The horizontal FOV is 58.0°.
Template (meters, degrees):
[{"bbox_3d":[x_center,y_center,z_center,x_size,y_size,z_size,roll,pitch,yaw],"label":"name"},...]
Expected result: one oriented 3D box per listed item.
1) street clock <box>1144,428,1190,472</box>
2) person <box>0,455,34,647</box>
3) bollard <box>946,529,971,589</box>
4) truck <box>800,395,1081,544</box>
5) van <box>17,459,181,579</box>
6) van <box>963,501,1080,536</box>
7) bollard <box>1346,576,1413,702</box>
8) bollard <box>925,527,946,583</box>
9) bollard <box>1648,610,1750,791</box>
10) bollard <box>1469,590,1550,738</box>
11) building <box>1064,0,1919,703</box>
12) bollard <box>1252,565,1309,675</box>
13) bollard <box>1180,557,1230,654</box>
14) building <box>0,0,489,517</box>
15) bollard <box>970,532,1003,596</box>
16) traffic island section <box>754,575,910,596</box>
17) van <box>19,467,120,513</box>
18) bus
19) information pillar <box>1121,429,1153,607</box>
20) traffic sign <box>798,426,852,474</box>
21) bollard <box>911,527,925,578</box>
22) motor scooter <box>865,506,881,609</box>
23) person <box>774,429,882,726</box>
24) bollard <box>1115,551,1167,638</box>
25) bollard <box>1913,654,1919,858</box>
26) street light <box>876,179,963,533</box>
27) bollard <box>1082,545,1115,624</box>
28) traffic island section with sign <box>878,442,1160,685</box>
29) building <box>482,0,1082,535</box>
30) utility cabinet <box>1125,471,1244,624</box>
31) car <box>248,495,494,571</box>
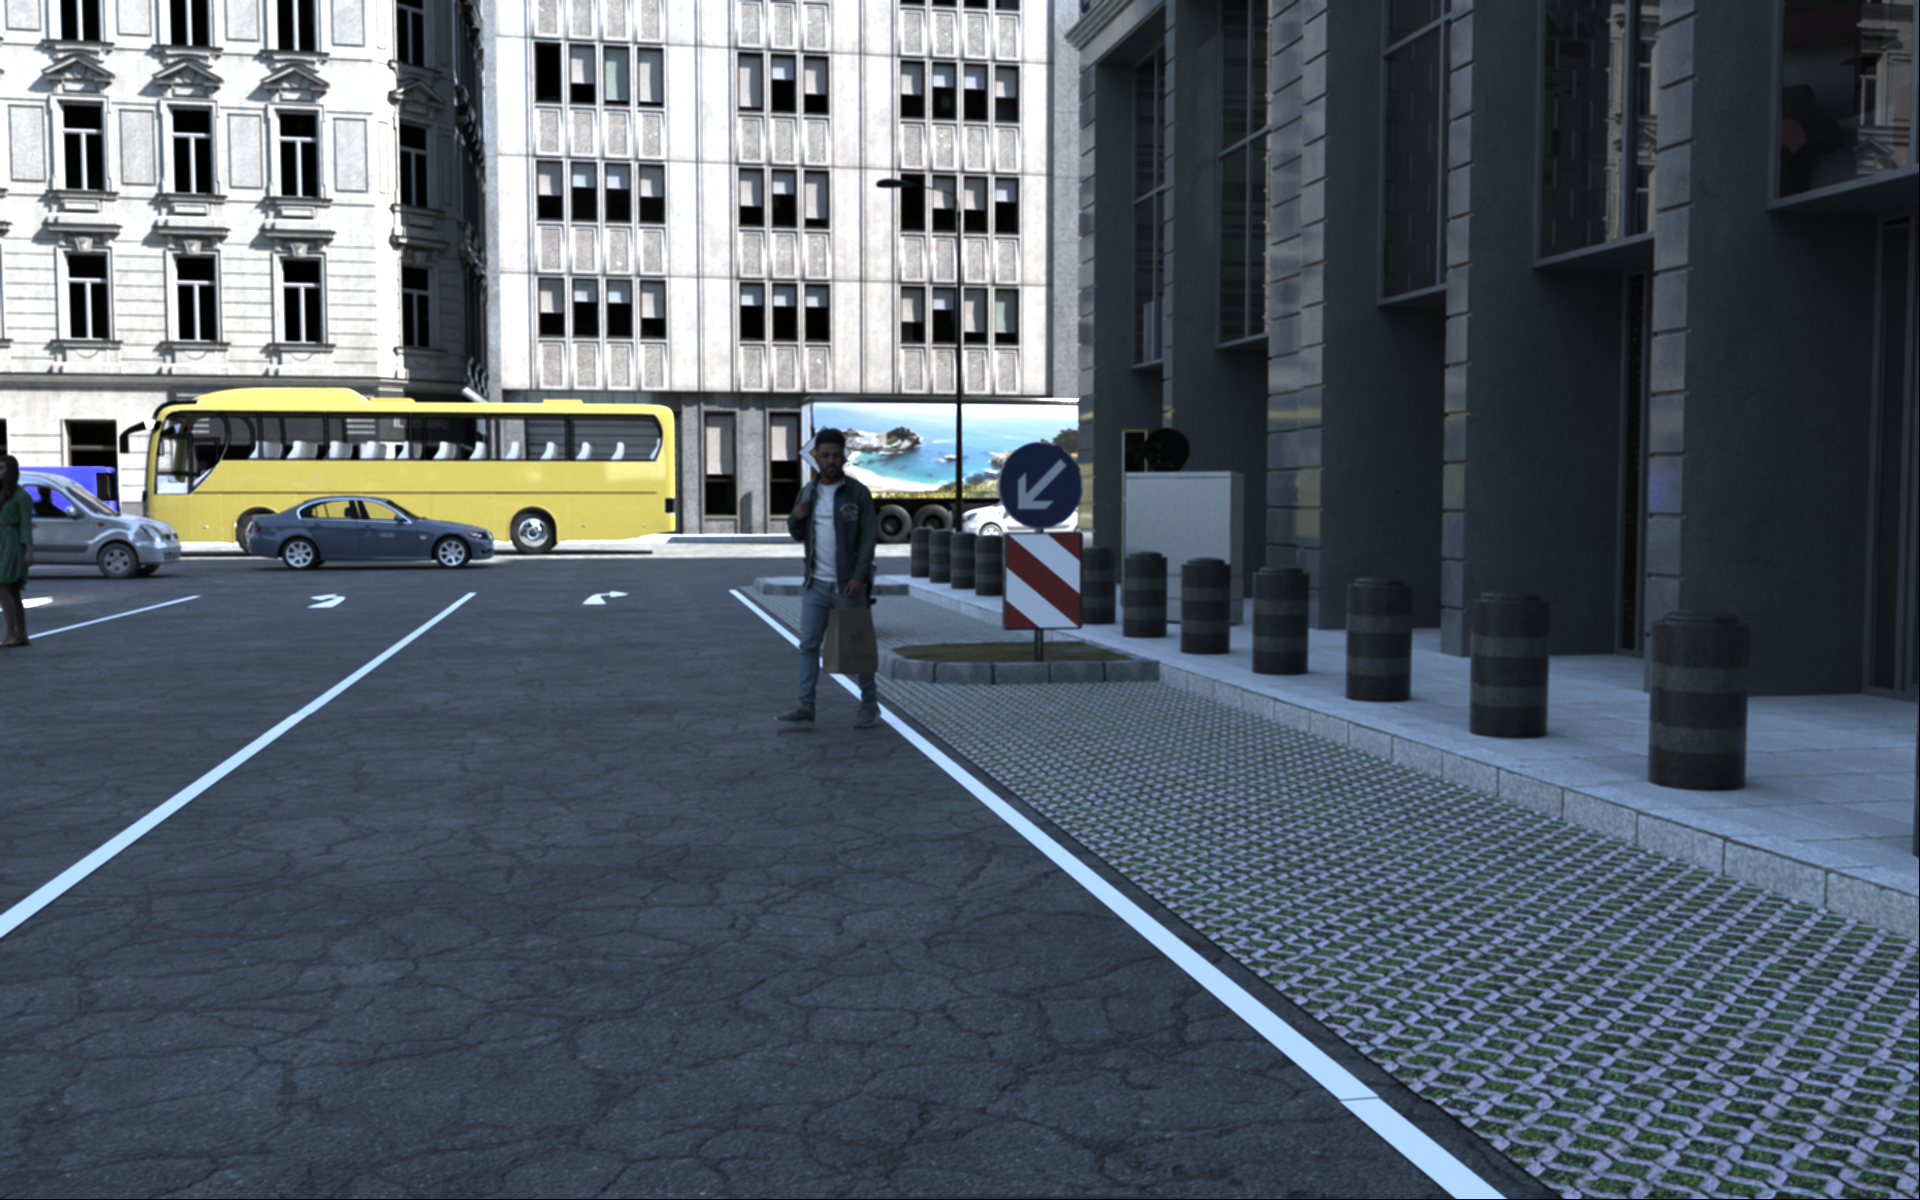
[{"bbox_3d":[2.273,-0.888,19.084,0.471,2.002,0.358,1,4,16],"label":"street clock"},{"bbox_3d":[-8.837,-0.451,16.122,0.600,1.795,0.529,0,4,8],"label":"person"},{"bbox_3d":[0.076,-0.542,23.575,0.404,0.777,0.398,0,3,0],"label":"bollard"},{"bbox_3d":[1.029,-3.811,51.219,11.283,4.237,2.839,-1,4,-12],"label":"truck"},{"bbox_3d":[-15.599,-1.385,29.649,4.112,2.044,2.013,-1,4,-11],"label":"van"},{"bbox_3d":[1.988,-2.524,48.283,4.112,2.044,2.013,-1,4,-9],"label":"van"},{"bbox_3d":[2.624,0.237,10.850,0.404,0.777,0.398,0,3,0],"label":"bollard"},{"bbox_3d":[-0.241,-0.639,25.159,0.404,0.777,0.398,0,3,0],"label":"bollard"},{"bbox_3d":[3.265,0.432,7.656,0.404,0.777,0.398,0,3,0],"label":"bollard"},{"bbox_3d":[2.939,0.333,9.265,0.404,0.777,0.398,0,3,0],"label":"bollard"},{"bbox_3d":[9.882,-14.294,11.198,11.434,29.767,29.804,-1,4,-11],"label":"building"},{"bbox_3d":[2.302,0.139,12.443,0.404,0.777,0.398,0,3,0],"label":"bollard"},{"bbox_3d":[1.988,0.042,14.029,0.404,0.777,0.398,0,3,0],"label":"bollard"},{"bbox_3d":[-38.181,-17.122,56.367,44.131,29.872,17.030,-1,4,-11],"label":"building"},{"bbox_3d":[0.395,-0.445,21.990,0.404,0.777,0.398,0,3,0],"label":"bollard"},{"bbox_3d":[-1.971,-0.205,25.625,2.009,0.180,2.903,-1,4,-11],"label":"traffic island section"},{"bbox_3d":[-21.628,-2.088,38.522,5.245,2.365,2.240,-1,4,-9],"label":"van"},{"bbox_3d":[-12.992,-3.034,41.160,12.252,3.916,2.896,-1,4,-10],"label":"bus"},{"bbox_3d":[2.008,-0.929,19.679,0.304,2.012,0.304,1,4,16],"label":"information pillar"},{"bbox_3d":[-1.992,-1.339,25.543,0.795,2.450,0.064,-1,4,-11],"label":"traffic sign"},{"bbox_3d":[-0.560,-0.737,26.762,0.404,0.777,0.398,0,3,0],"label":"bollard"},{"bbox_3d":[-1.184,-0.304,17.751,0.815,1.314,1.986,-1,4,-12],"label":"motor scooter"},{"bbox_3d":[-0.736,-0.124,10.515,0.794,1.824,0.713,3,5,43],"label":"person"},{"bbox_3d":[1.669,-0.055,15.621,0.404,0.777,0.398,0,3,0],"label":"bollard"},{"bbox_3d":[3.577,0.529,6.070,0.404,0.777,0.398,0,3,0],"label":"bollard"},{"bbox_3d":[-0.545,-3.256,25.783,1.470,5.913,1.316,-1,4,-11],"label":"street light"},{"bbox_3d":[1.349,-0.153,17.217,0.404,0.777,0.398,0,3,0],"label":"bollard"},{"bbox_3d":[0.365,-0.324,13.928,1.989,1.847,2.006,-1,4,-11],"label":"traffic island section with sign"},{"bbox_3d":[-5.758,-14.799,59.991,19.932,24.808,12.078,-1,4,-11],"label":"building"},{"bbox_3d":[2.229,-0.523,17.224,1.173,1.500,0.318,2,4,35],"label":"utility cabinet"},{"bbox_3d":[-11.340,-1.316,33.518,4.499,1.417,2.014,-1,4,-13],"label":"car"}]
